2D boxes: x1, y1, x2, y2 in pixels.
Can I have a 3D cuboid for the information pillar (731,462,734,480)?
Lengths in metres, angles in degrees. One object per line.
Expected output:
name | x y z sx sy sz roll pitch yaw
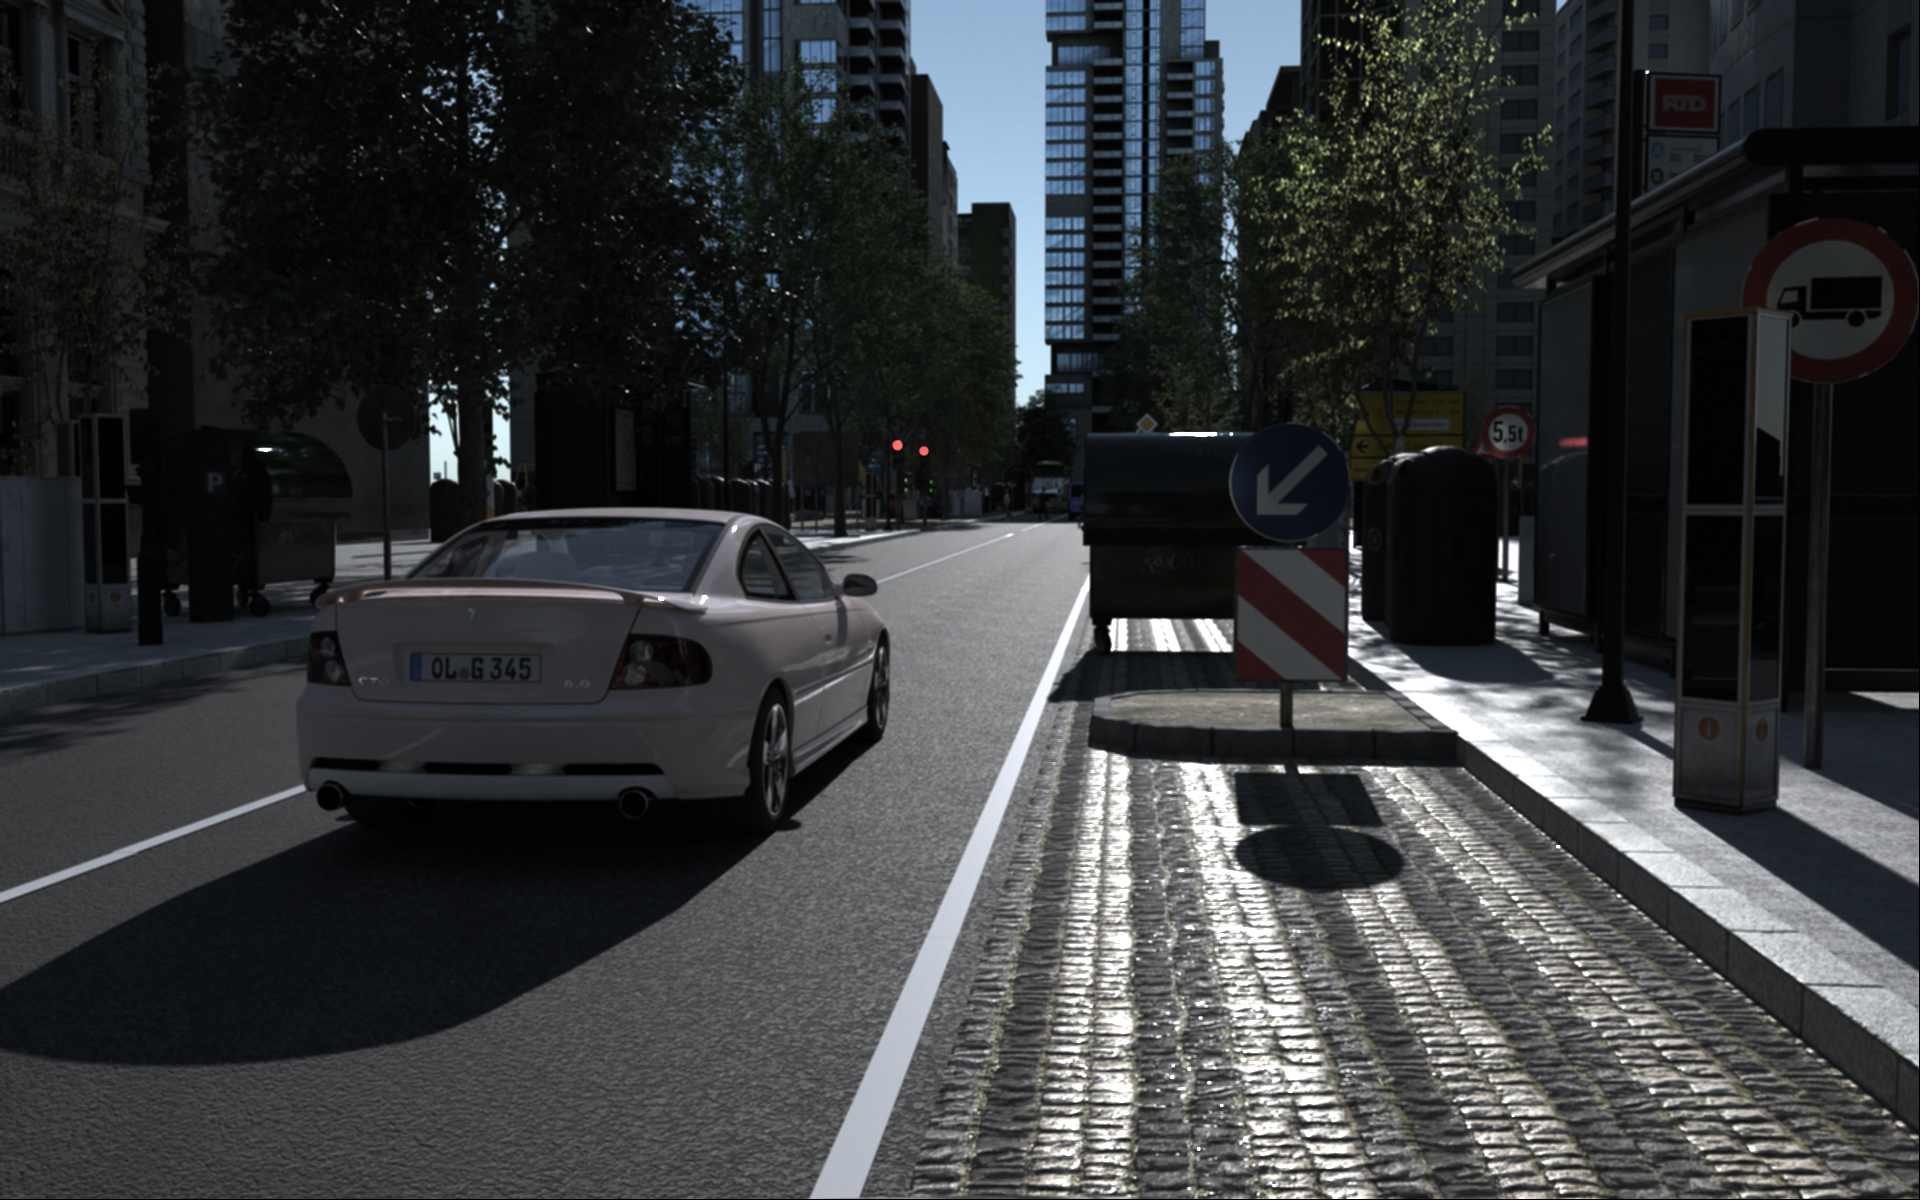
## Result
information pillar | -16.680 -8.299 127.048 0.183 3.616 0.504 0 4 5

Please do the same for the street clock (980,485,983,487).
street clock | 1.767 -8.131 137.518 0.358 2.002 0.471 -1 4 -8

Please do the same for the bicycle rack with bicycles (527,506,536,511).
bicycle rack with bicycles | -13.551 -2.465 53.689 2.852 0.926 2.925 0 4 -3

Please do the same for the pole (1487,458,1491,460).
pole | 27.369 -5.865 89.732 0.158 3.312 0.155 0 3 0

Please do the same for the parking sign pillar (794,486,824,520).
parking sign pillar | -7.399 -5.897 84.886 1.447 3.967 1.447 1 4 15

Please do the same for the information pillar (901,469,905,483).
information pillar | -4.494 -8.856 136.157 0.183 3.616 0.504 -3 5 -44

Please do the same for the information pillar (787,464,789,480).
information pillar | -13.218 -8.669 133.099 0.183 3.616 0.504 0 4 6

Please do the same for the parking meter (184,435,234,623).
parking meter | -7.520 -0.714 17.382 0.255 1.863 0.399 3 4 37

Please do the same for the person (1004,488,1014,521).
person | 2.593 -5.059 91.886 0.598 1.740 0.731 -1 4 -17

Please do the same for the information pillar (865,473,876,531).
information pillar | -3.114 -3.420 60.401 0.304 2.012 0.304 2 4 23

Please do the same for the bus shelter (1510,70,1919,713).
bus shelter | 5.961 -2.236 14.189 2.179 5.291 8.768 0 4 5

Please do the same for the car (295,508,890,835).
car | -1.531 0.221 8.743 2.083 1.381 4.827 0 4 7

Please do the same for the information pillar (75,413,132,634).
information pillar | -7.883 -0.703 15.980 0.304 2.012 0.304 3 4 38

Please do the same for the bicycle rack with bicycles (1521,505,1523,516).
bicycle rack with bicycles | 18.377 -2.774 58.736 2.852 0.926 2.925 3 5 39

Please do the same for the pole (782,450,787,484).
pole | -8.103 -5.272 80.039 0.158 3.312 0.155 0 3 0

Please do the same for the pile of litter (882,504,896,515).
pile of litter | -4.343 -5.733 107.701 1.719 0.858 1.176 1 4 15

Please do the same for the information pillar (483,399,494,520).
information pillar | -11.358 -3.055 41.306 0.504 3.616 0.183 0 4 -2

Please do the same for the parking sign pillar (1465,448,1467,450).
parking sign pillar | 30.422 -7.034 103.472 1.447 3.967 1.447 3 5 39

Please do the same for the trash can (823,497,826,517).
trash can | -7.736 -5.130 95.528 0.748 1.137 0.748 0 3 0

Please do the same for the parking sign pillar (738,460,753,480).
parking sign pillar | -16.746 -8.946 134.734 1.447 3.967 1.447 -3 4 -39

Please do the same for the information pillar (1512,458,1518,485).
information pillar | 33.272 -6.863 103.559 0.504 3.616 0.183 0 4 -3

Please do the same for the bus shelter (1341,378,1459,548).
bus shelter | 9.532 -2.854 37.952 1.731 3.624 6.357 0 4 6

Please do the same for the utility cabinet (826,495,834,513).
utility cabinet | -8.665 -6.529 117.909 1.020 1.237 0.306 2 4 35

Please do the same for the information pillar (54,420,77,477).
information pillar | -8.835 -0.789 17.393 0.304 2.012 0.304 2 4 35

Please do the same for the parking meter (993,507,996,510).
parking meter | 2.680 -7.962 138.585 0.372 1.533 0.369 0 3 0

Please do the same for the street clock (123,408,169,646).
street clock | -6.908 -0.621 14.724 0.358 2.002 0.471 -2 4 -26

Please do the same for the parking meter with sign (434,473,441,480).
parking meter with sign | -42.300 -8.764 139.552 0.543 3.016 1.738 0 4 -3

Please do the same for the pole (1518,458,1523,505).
pole | 28.106 -5.693 86.931 0.158 3.312 0.155 0 3 0

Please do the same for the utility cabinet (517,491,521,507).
utility cabinet | -28.983 -6.384 113.054 1.173 1.500 0.318 2 4 29

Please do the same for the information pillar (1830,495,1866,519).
information pillar | 8.656 -0.758 16.892 0.304 2.012 0.304 2 4 31

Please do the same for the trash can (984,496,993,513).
trash can | 2.262 -7.492 134.145 0.748 1.137 0.748 0 3 0

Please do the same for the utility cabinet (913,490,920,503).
utility cabinet | -2.449 -5.394 96.864 0.318 1.500 1.173 0 4 -7

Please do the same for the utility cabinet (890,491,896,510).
utility cabinet | -4.340 -6.489 114.771 0.318 1.500 1.173 -2 4 -25

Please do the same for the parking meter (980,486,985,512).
parking meter | 1.576 -7.160 122.769 0.399 1.863 0.255 3 5 42

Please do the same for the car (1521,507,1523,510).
car | 21.879 -3.205 61.192 4.718 1.807 1.959 0 4 7

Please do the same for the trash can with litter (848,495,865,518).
trash can with litter | -5.181 -4.965 92.240 1.678 1.210 2.233 -1 4 -18

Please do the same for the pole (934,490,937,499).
pole | -1.592 -7.236 112.146 0.158 3.312 0.155 0 3 0

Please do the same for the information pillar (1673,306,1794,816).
information pillar | 3.132 -0.155 7.029 0.304 2.012 0.304 -3 4 -38

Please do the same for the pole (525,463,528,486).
pole | -28.612 -7.373 114.398 0.158 3.312 0.155 0 3 0

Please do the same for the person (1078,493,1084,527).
person | 5.416 -4.049 75.299 0.593 1.750 0.643 -2 4 -26

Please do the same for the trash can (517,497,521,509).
trash can | -21.767 -4.534 85.780 0.748 1.137 0.748 0 3 0

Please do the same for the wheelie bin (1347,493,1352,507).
wheelie bin | 12.833 -3.102 58.619 0.980 1.594 0.693 -2 4 -33

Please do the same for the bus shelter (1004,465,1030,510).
bus shelter | 4.648 -9.150 140.879 1.731 3.624 6.357 0 4 5

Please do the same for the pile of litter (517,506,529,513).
pile of litter | -15.437 -2.904 61.437 1.719 0.858 1.176 -1 4 -13

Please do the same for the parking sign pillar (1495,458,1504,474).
parking sign pillar | 24.323 -5.475 77.986 1.447 3.967 1.447 1 4 14

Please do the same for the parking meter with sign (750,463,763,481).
parking meter with sign | -11.683 -6.137 96.600 0.543 3.016 1.738 2 4 25

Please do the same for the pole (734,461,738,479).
pole | -13.796 -6.906 106.763 0.158 3.312 0.155 0 3 0

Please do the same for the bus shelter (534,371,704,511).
bus shelter | -6.573 -2.629 34.274 1.731 3.624 6.357 0 4 6
